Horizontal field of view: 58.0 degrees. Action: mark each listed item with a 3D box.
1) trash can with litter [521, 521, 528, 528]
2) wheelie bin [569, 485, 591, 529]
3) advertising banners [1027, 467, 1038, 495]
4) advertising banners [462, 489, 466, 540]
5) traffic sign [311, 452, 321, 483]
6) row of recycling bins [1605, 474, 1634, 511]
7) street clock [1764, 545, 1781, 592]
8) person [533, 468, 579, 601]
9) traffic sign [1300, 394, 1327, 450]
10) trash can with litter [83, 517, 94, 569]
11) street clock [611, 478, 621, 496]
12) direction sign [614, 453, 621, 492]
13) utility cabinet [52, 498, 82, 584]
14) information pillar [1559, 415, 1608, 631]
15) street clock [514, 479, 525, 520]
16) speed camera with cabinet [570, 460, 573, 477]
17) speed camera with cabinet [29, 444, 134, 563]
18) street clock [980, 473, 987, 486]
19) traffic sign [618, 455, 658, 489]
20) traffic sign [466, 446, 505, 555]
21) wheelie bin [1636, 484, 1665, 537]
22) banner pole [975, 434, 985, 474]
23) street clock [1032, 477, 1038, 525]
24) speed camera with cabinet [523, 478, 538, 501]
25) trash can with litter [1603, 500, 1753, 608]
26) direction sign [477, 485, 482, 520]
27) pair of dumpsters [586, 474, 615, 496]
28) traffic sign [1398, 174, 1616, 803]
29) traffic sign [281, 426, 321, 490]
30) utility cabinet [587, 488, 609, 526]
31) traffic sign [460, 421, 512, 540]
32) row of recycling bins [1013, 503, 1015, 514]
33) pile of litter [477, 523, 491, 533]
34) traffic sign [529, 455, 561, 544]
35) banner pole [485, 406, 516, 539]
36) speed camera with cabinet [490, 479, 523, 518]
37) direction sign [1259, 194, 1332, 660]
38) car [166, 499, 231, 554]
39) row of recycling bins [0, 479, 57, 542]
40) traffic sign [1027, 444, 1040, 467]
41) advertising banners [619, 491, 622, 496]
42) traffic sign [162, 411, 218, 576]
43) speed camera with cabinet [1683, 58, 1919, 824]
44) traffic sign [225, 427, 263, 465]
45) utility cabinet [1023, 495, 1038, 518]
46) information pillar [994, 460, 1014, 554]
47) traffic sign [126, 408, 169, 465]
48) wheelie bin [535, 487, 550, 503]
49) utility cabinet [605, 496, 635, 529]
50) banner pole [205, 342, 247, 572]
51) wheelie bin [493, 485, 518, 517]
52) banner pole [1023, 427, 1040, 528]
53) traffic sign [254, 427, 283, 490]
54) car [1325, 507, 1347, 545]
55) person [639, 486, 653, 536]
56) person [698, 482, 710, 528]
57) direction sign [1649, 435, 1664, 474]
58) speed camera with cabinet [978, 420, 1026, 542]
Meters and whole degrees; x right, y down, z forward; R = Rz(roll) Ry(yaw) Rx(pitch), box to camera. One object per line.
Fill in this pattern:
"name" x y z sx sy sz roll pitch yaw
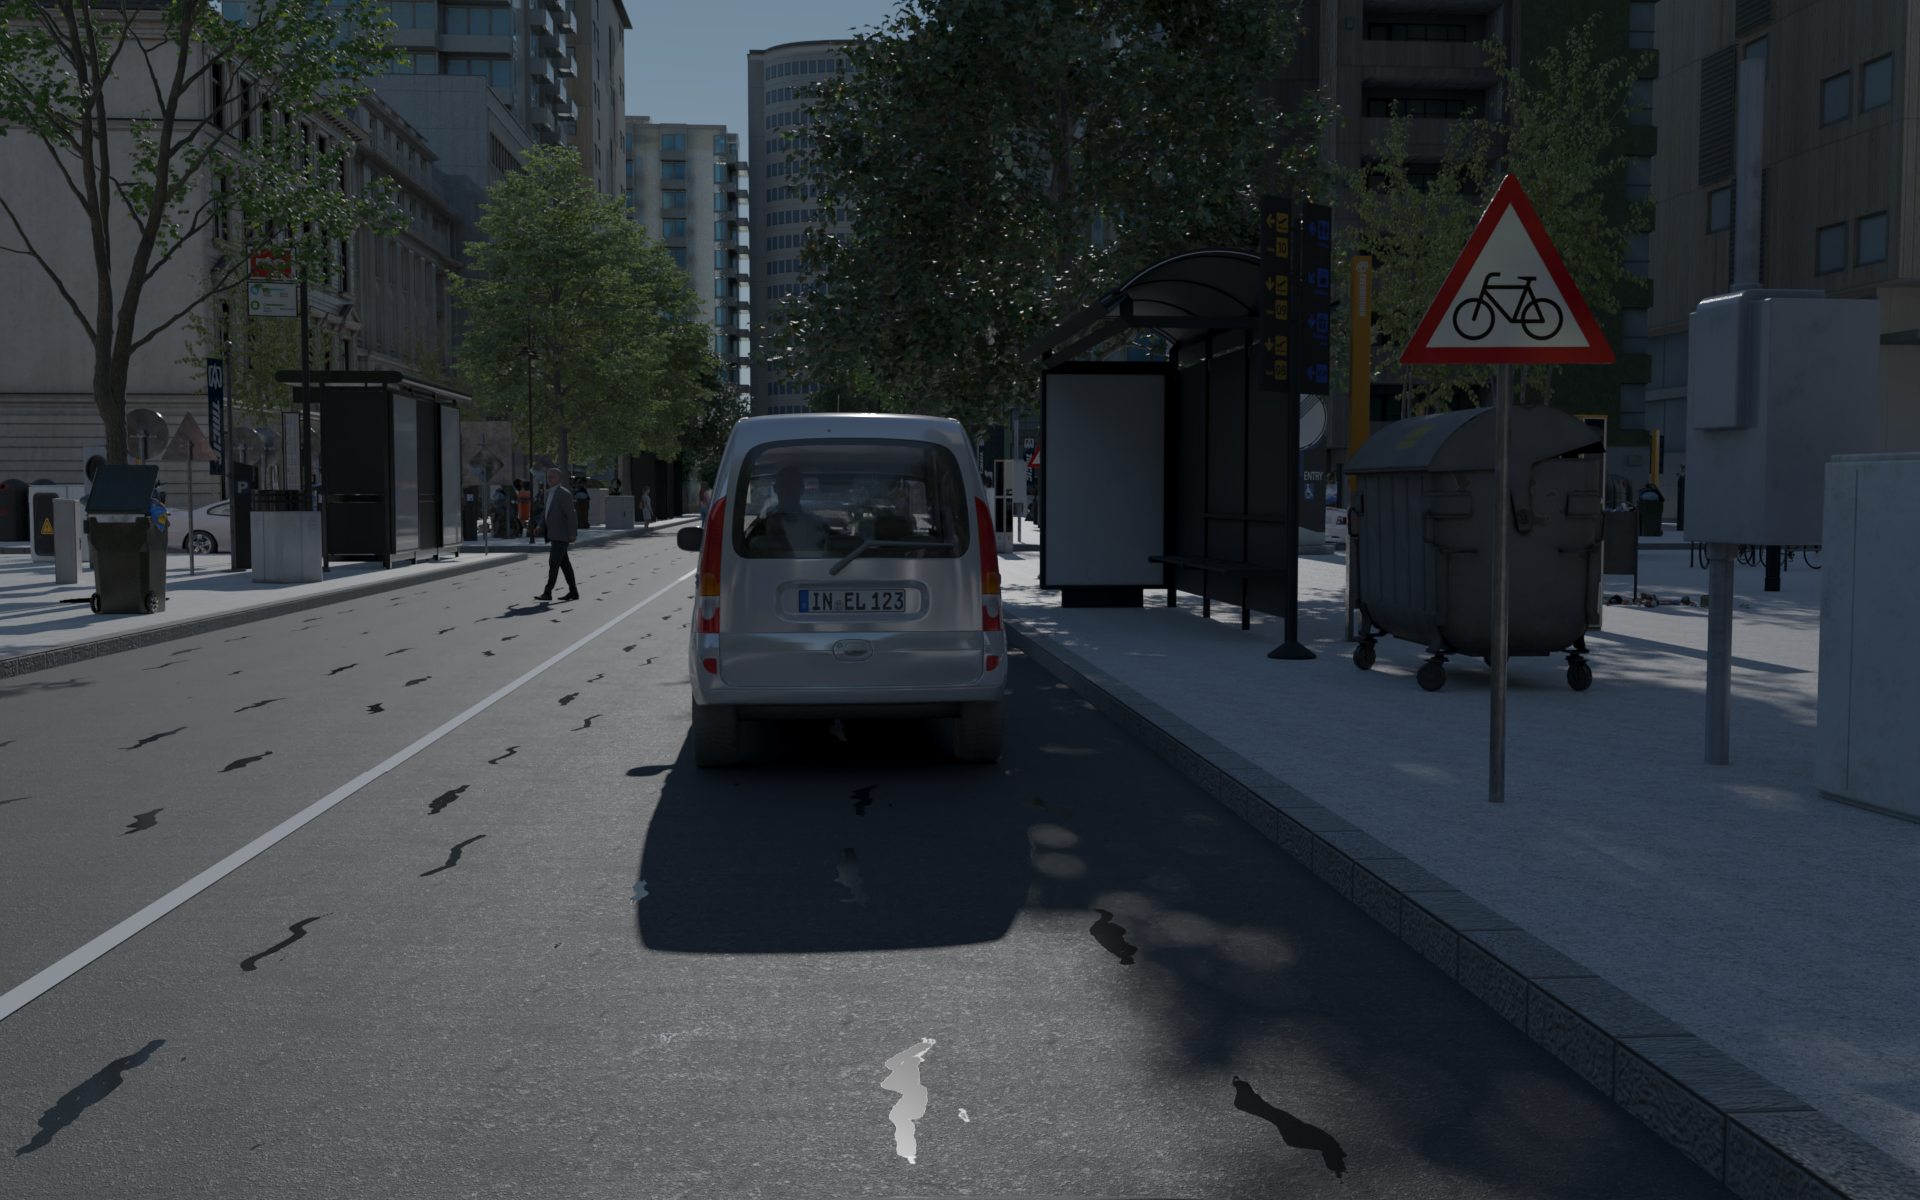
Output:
"trash can with litter" -16.600 -3.273 64.906 1.055 1.170 0.624 1 4 13
"wheelie bin" -14.035 -3.414 63.728 0.980 1.594 0.693 2 4 35
"advertising banners" 4.238 -6.552 103.317 2.074 3.025 0.090 -3 4 -37
"advertising banners" -13.715 -3.118 47.168 0.090 3.025 2.074 0 4 -5
"traffic sign" -13.483 -2.098 36.424 0.606 2.300 0.079 0 4 5
"row of recycling bins" 13.084 -1.726 35.338 1.069 1.692 3.534 2 4 27
"street clock" 10.730 -1.116 22.815 0.358 2.002 0.471 2 4 26
"person" -5.449 -0.875 23.197 0.661 1.777 0.834 3 5 40
"traffic sign" 3.887 -1.232 20.251 0.768 2.556 0.104 0 4 2
"trash can with litter" -14.383 -1.112 29.571 1.055 1.170 0.624 1 4 9
"street clock" -15.858 -4.609 79.931 0.471 2.002 0.358 -1 4 -11
"direction sign" -18.778 -6.305 95.079 0.379 3.537 0.876 -2 4 -33
"utility cabinet" -12.952 -0.856 25.164 0.306 1.237 1.020 -1 4 -23
"information pillar" 5.829 -0.719 16.256 0.304 2.012 0.304 -1 4 -22
"street clock" -20.845 -4.732 81.940 0.471 2.002 0.358 0 4 7
"speed camera with cabinet" -20.559 -5.991 92.287 0.660 3.252 2.038 1 4 13
"speed camera with cabinet" -16.395 -2.321 32.286 2.038 3.252 0.660 1 4 20
"street clock" 0.693 -3.385 59.921 0.358 2.002 0.471 -3 5 -41
"traffic sign" -16.595 -5.870 89.844 2.265 3.308 0.079 0 4 -4
"traffic sign" -9.897 -1.988 36.141 0.795 2.450 0.064 0 4 -5
"wheelie bin" 20.840 -2.715 52.295 0.693 1.594 0.980 0 4 -1
"banner pole" 0.692 -4.361 61.327 0.401 3.779 0.863 2 4 28
"street clock" 3.170 -4.151 72.443 0.358 2.002 0.471 -1 4 -12
"speed camera with cabinet" -24.668 -6.283 97.071 2.038 3.252 0.660 1 4 22
"trash can with litter" 7.899 -0.543 19.944 2.233 1.210 1.678 3 4 38
"direction sign" -23.509 -5.651 84.396 0.379 3.537 0.876 3 4 39
"pair of dumpsters" -17.049 -4.805 81.059 1.574 2.255 4.437 0 4 -5
"traffic sign" 2.235 -0.437 7.143 0.884 2.594 0.081 0 4 0
"traffic sign" -12.335 -1.977 32.429 0.768 2.556 0.104 0 4 4
"utility cabinet" -15.124 -3.848 71.592 1.173 1.500 0.318 -2 4 -29
"traffic sign" -13.694 -3.346 48.587 2.265 3.308 0.079 0 4 3
"row of recycling bins" 2.319 -6.330 110.604 1.069 1.692 3.534 -2 4 -34
"pile of litter" -15.743 -2.698 58.075 1.176 0.858 1.719 2 4 24
"traffic sign" -10.558 -2.474 44.099 0.795 2.450 0.064 0 4 -5
"banner pole" -13.101 -3.625 49.283 0.863 3.779 0.401 0 4 8
"speed camera with cabinet" -21.058 -5.243 80.057 0.660 3.252 2.038 0 4 8
"direction sign" 2.600 -1.313 13.464 0.876 3.537 0.379 -3 5 -43
"car" -15.360 -1.620 38.853 4.827 1.381 2.083 0 4 -4
"row of recycling bins" -26.107 -2.435 46.926 3.534 1.692 1.069 0 4 3
"traffic sign" 1.762 -2.093 34.218 0.884 2.594 0.081 0 4 5
"advertising banners" -18.116 -5.924 93.051 0.090 3.025 2.074 -2 4 -29
"traffic sign" -12.102 -1.665 27.224 0.884 2.594 0.081 0 3 0
"speed camera with cabinet" 3.892 -0.796 7.345 0.660 3.252 2.038 0 4 -8
"traffic sign" -13.550 -1.996 32.735 0.768 2.556 0.104 0 4 4
"utility cabinet" 3.849 -5.085 94.302 0.306 1.237 1.020 3 4 38
"information pillar" 0.945 -2.010 37.353 0.304 2.012 0.304 3 5 40
"traffic sign" -12.142 -1.569 25.760 0.768 2.556 0.104 0 4 3
"wheelie bin" -21.717 -5.022 90.011 0.693 1.594 0.980 -1 4 -22
"utility cabinet" -12.440 -3.191 63.328 1.020 1.237 0.306 0 4 -3
"banner pole" -12.051 -2.342 28.312 0.401 3.779 0.863 0 4 8
"wheelie bin" -14.722 -2.952 56.168 0.693 1.594 0.980 1 4 15
"banner pole" 2.739 -4.586 64.996 0.863 3.779 0.401 2 4 24
"traffic sign" -13.293 -2.018 33.098 0.768 2.556 0.104 0 4 -2
"car" 11.153 -1.790 41.629 4.827 1.381 2.083 0 4 -4
"person" -10.806 -3.071 59.708 0.522 1.701 0.512 -2 4 -35
"person" -8.163 -2.883 55.649 0.555 1.821 0.388 2 4 26
"direction sign" 26.645 -4.563 66.602 0.876 3.537 0.379 -1 4 -12
"speed camera with cabinet" 0.940 -3.225 47.062 0.660 3.252 2.038 -3 4 -38
